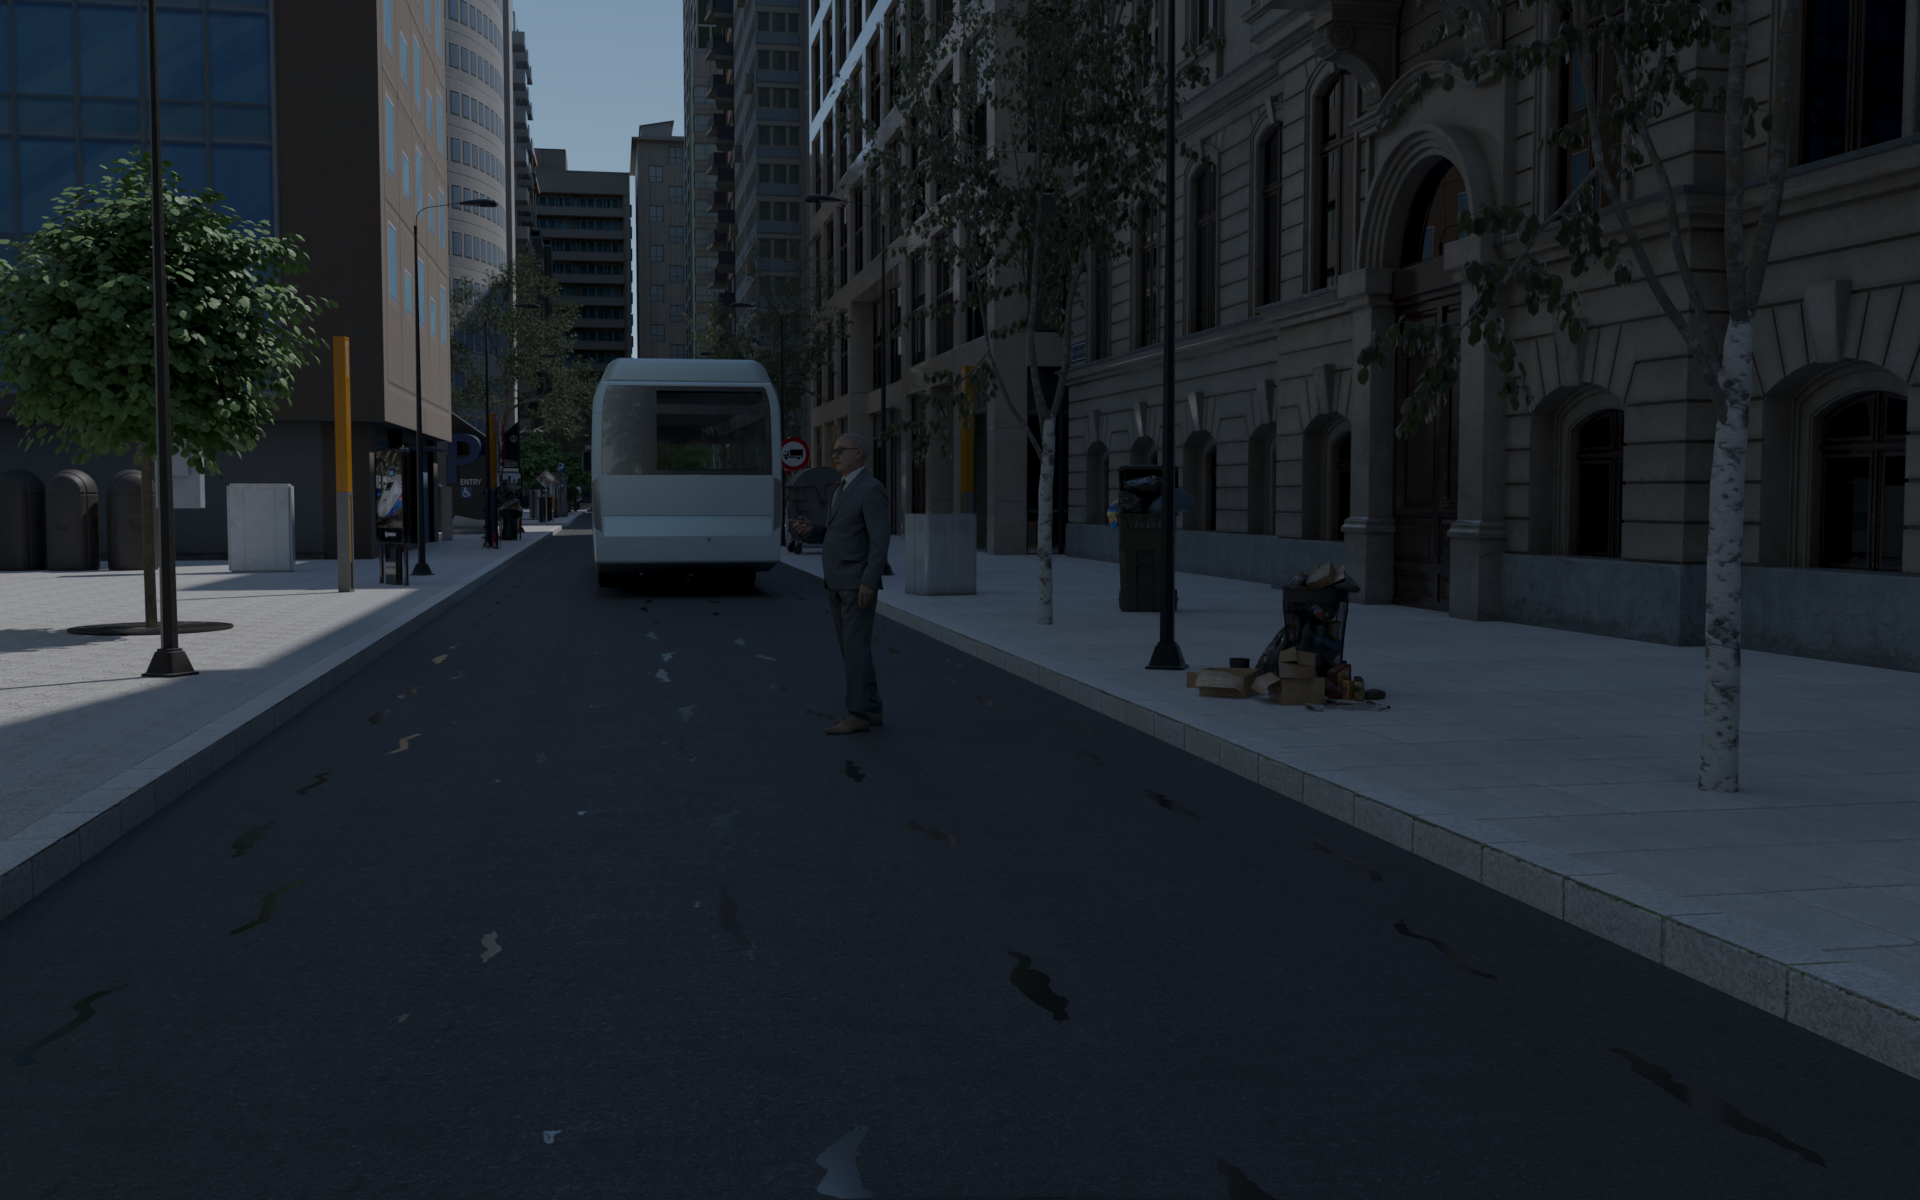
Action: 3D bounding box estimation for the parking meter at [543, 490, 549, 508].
[{"bbox_3d":[-22.967,-5.358,96.020,0.372,1.533,0.369,0,3,0],"label":"parking meter"}]

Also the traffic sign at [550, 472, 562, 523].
[{"bbox_3d":[-18.335,-4.550,78.033,0.795,2.450,0.064,-1,4,-11],"label":"traffic sign"}]

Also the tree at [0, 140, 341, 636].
[{"bbox_3d":[-7.559,-1.990,16.258,4.285,4.588,4.351,0,3,0],"label":"tree"}]

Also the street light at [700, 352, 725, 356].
[{"bbox_3d":[-7.795,-5.148,56.706,1.470,5.913,1.316,-1,4,-11],"label":"street light"}]

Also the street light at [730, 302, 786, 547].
[{"bbox_3d":[-4.871,-4.262,42.232,1.470,5.913,1.316,-1,4,-11],"label":"street light"}]

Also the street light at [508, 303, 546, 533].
[{"bbox_3d":[-10.945,-4.259,42.170,1.470,5.913,1.316,-1,4,-11],"label":"street light"}]

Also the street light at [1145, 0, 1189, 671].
[{"bbox_3d":[0.993,-2.442,12.474,1.470,5.913,1.316,-1,4,-11],"label":"street light"}]

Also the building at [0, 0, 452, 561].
[{"bbox_3d":[-19.300,-23.720,37.932,14.600,45.320,14.200,-1,4,-11],"label":"building"}]

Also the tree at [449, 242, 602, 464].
[{"bbox_3d":[-16.468,-7.891,63.433,7.601,10.594,8.767,-1,4,-21],"label":"tree"}]

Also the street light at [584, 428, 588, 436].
[{"bbox_3d":[-23.955,-8.223,106.990,1.470,5.913,1.316,-1,4,-11],"label":"street light"}]

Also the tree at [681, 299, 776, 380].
[{"bbox_3d":[-8.703,-7.000,64.819,4.737,8.622,4.395,0,3,0],"label":"tree"}]

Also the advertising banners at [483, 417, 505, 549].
[{"bbox_3d":[-10.904,-2.713,40.541,0.090,3.025,2.074,-2,4,-28],"label":"advertising banners"}]

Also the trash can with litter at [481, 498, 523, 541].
[{"bbox_3d":[-12.596,-2.217,47.628,1.055,1.170,0.624,-3,5,-42],"label":"trash can with litter"}]

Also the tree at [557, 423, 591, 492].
[{"bbox_3d":[-36.729,-13.118,164.840,4.737,8.622,4.395,0,3,0],"label":"tree"}]

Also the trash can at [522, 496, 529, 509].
[{"bbox_3d":[-37.733,-8.488,150.429,0.748,1.137,0.748,0,3,0],"label":"trash can"}]

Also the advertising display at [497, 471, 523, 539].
[{"bbox_3d":[-12.811,-2.665,48.787,0.974,1.923,0.123,-3,4,-36],"label":"advertising display"}]

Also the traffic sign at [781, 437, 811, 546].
[{"bbox_3d":[-3.701,-2.349,38.512,0.768,2.556,0.104,-1,4,-9],"label":"traffic sign"}]

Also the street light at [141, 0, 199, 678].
[{"bbox_3d":[-5.053,-2.424,12.170,1.470,5.913,1.316,-1,4,-11],"label":"street light"}]

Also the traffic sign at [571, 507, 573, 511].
[{"bbox_3d":[-29.358,-8.003,130.951,0.768,2.556,0.104,-1,4,-10],"label":"traffic sign"}]

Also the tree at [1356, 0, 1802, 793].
[{"bbox_3d":[3.196,-3.493,7.469,4.360,8.622,3.978,0,3,0],"label":"tree"}]

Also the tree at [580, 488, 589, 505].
[{"bbox_3d":[-45.816,-13.172,209.962,1.663,3.219,1.824,0,3,0],"label":"tree"}]

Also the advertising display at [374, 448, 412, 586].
[{"bbox_3d":[-8.021,-1.179,24.496,0.123,1.923,0.974,-3,5,-41],"label":"advertising display"}]

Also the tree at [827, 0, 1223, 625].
[{"bbox_3d":[0.782,-4.079,17.051,4.360,8.622,3.978,0,3,0],"label":"tree"}]

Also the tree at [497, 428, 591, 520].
[{"bbox_3d":[-21.390,-6.280,86.383,4.285,4.588,4.351,0,3,0],"label":"tree"}]

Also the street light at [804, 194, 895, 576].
[{"bbox_3d":[-1.733,-3.337,27.101,1.470,5.913,1.316,-1,4,-11],"label":"street light"}]

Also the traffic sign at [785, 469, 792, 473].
[{"bbox_3d":[-4.646,-2.684,43.883,0.884,2.594,0.081,-1,4,-10],"label":"traffic sign"}]

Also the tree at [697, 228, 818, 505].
[{"bbox_3d":[-4.873,-5.919,47.133,4.360,8.622,3.978,0,3,0],"label":"tree"}]

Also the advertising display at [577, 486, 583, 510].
[{"bbox_3d":[-30.826,-8.221,139.630,0.974,1.923,0.123,2,4,28],"label":"advertising display"}]

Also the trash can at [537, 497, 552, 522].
[{"bbox_3d":[-19.312,-4.223,80.703,0.748,1.137,0.748,0,3,0],"label":"trash can"}]

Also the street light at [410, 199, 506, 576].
[{"bbox_3d":[-7.976,-3.350,27.312,1.470,5.913,1.316,-1,4,-11],"label":"street light"}]

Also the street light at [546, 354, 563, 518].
[{"bbox_3d":[-14.074,-5.193,57.447,1.470,5.913,1.316,-1,4,-11],"label":"street light"}]

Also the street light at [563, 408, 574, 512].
[{"bbox_3d":[-18.275,-6.442,77.862,1.470,5.913,1.316,-1,4,-11],"label":"street light"}]

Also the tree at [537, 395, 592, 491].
[{"bbox_3d":[-26.678,-10.242,117.822,4.360,8.622,3.978,0,3,0],"label":"tree"}]

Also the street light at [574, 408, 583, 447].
[{"bbox_3d":[-21.023,-7.329,92.371,1.470,5.913,1.316,-1,4,-11],"label":"street light"}]

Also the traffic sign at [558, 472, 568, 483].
[{"bbox_3d":[-23.216,-6.162,100.853,0.768,2.556,0.104,0,4,-2],"label":"traffic sign"}]

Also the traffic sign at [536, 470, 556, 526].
[{"bbox_3d":[-16.764,-4.071,70.204,0.795,2.450,0.064,-1,4,-11],"label":"traffic sign"}]
